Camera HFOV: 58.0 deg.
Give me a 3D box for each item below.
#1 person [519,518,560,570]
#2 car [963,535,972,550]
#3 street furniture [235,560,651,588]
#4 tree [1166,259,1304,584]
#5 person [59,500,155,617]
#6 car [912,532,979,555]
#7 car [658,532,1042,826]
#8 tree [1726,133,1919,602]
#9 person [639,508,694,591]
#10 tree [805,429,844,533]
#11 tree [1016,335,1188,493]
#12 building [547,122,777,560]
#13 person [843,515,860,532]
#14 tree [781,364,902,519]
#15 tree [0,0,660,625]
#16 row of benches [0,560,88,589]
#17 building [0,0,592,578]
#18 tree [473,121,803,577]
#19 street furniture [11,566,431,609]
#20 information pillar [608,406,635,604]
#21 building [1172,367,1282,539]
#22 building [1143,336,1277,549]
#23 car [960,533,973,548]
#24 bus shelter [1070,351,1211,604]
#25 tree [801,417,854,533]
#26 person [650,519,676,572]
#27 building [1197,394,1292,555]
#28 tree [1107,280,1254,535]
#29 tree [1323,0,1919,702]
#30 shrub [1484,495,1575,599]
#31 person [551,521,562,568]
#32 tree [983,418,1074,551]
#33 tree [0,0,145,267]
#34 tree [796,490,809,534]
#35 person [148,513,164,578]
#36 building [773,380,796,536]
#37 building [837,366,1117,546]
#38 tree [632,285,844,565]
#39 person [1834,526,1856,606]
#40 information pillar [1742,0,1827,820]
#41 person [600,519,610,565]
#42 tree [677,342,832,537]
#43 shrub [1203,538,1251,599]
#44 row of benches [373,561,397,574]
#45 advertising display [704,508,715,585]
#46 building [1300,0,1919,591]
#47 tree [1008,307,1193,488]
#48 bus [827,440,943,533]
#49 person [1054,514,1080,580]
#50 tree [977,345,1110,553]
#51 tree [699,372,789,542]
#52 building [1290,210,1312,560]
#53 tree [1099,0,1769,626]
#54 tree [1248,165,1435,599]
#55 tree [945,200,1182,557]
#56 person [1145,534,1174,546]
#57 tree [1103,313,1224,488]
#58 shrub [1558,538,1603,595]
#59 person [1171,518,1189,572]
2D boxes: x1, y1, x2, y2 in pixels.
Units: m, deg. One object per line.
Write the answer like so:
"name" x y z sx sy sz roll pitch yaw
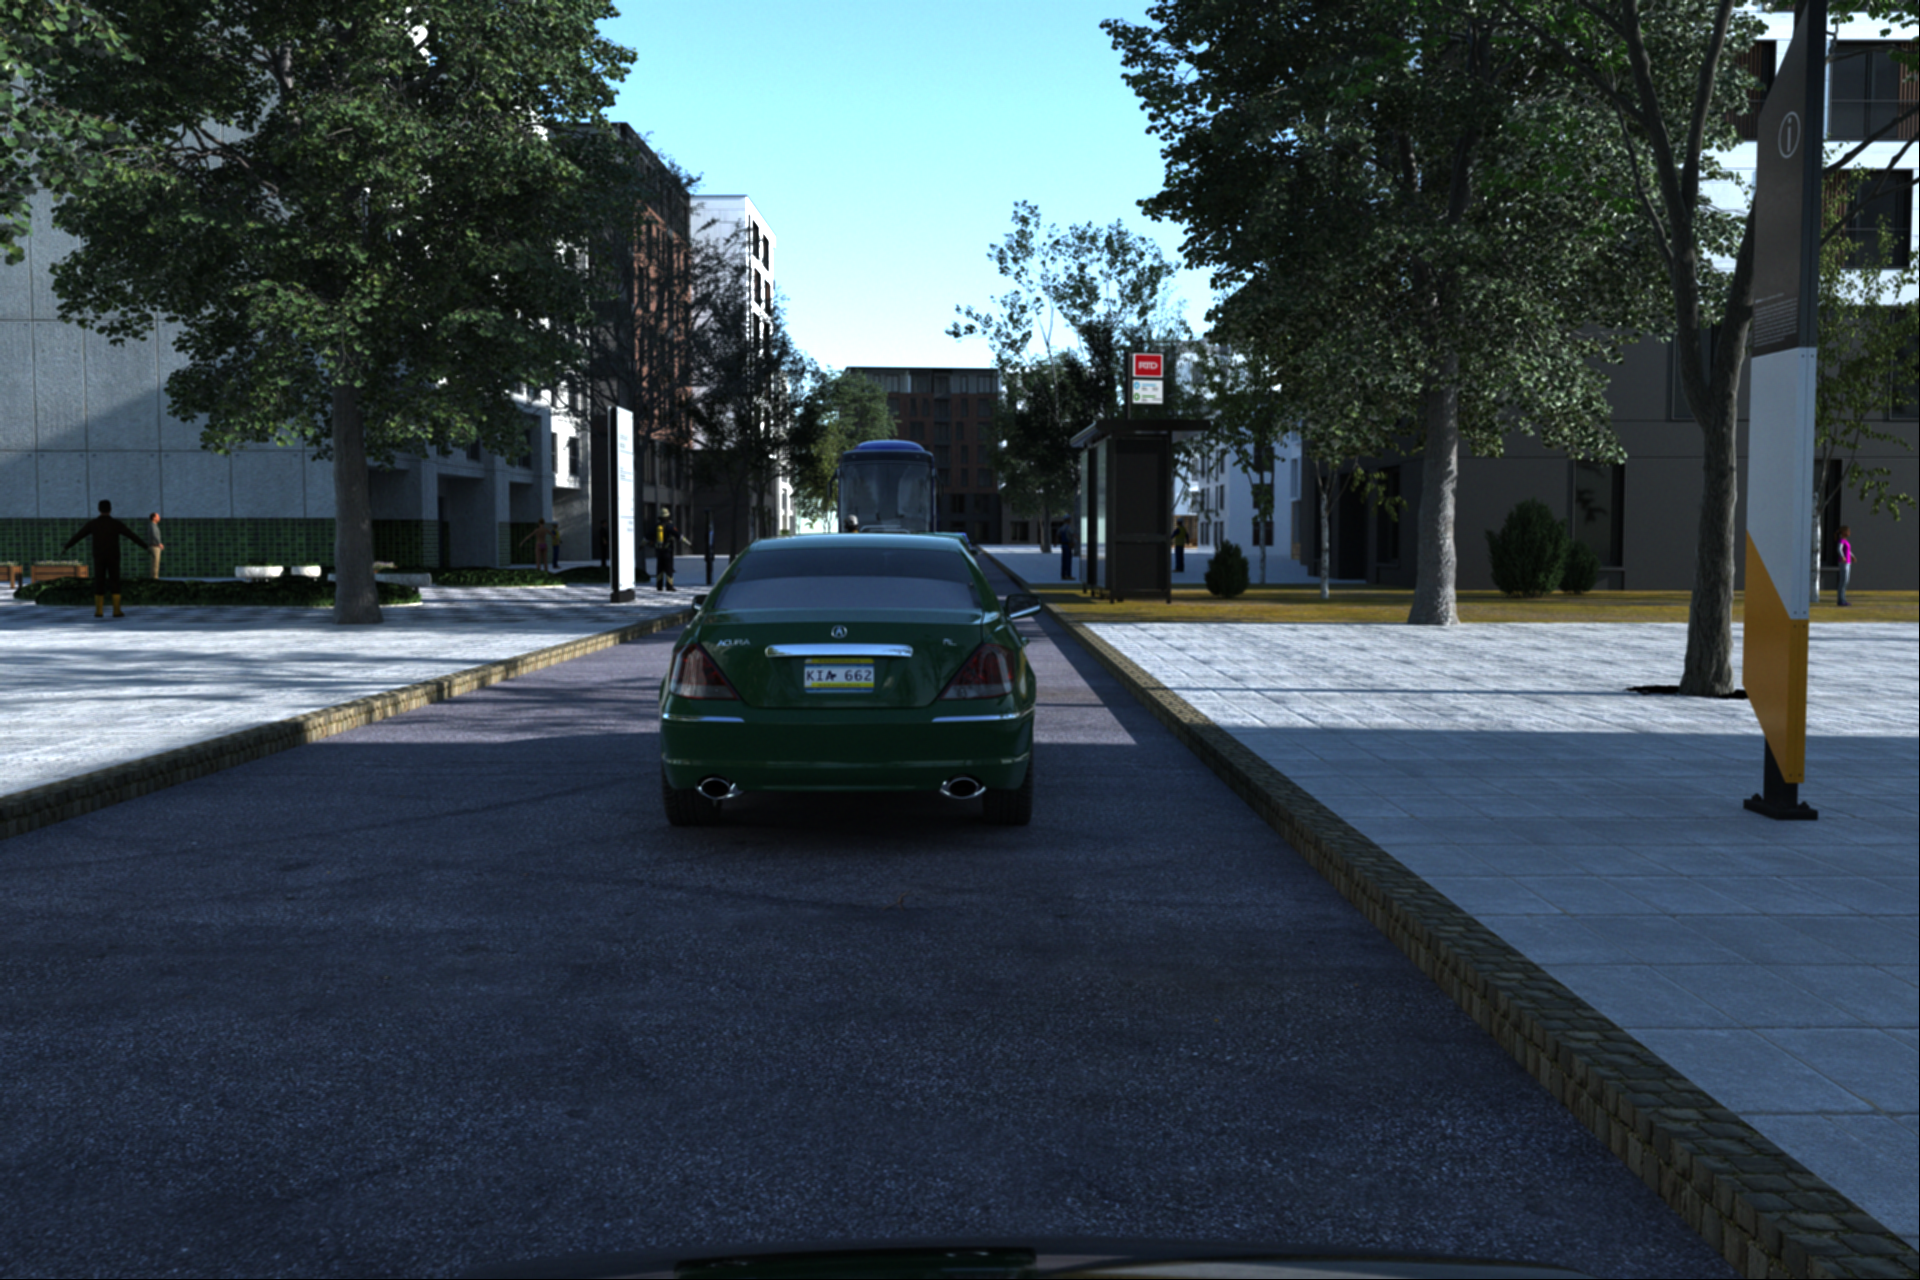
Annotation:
"person" -11.717 -2.542 48.368 1.217 1.733 0.721 -3 4 -38
"car" -0.345 -4.778 90.123 2.014 1.417 4.499 0 4 -1
"street furniture" -13.058 -1.721 43.763 10.072 0.657 5.734 0 4 -2
"tree" 7.572 -5.751 44.393 4.737 8.622 4.395 0 3 0
"person" -13.190 -1.262 26.772 1.346 1.812 0.704 -1 4 -19
"car" -0.559 -1.717 36.868 1.959 1.807 4.718 0 4 -1
"car" -0.557 0.113 9.950 2.131 1.459 4.920 0 4 -1
"tree" 16.057 -4.997 32.066 4.737 8.622 4.395 0 3 0
"person" -6.617 -2.023 38.862 1.354 1.856 0.705 1 4 16
"tree" -9.105 -10.407 120.515 4.360 8.622 3.978 0 3 0
"tree" 6.545 -8.935 80.506 8.767 10.594 7.601 1 4 11
"building" -26.779 -15.828 102.762 27.936 21.610 32.646 0 4 1
"person" -2.474 -1.889 39.110 0.705 1.858 1.354 0 4 -6
"tree" -8.908 -13.756 131.565 9.857 13.997 8.962 0 3 0
"tree" -8.593 -7.200 24.375 9.857 13.997 8.962 0 3 0
"row of benches" -22.508 -1.531 40.493 4.104 0.672 1.422 -1 4 -11
"building" -26.104 -12.213 66.137 16.747 18.905 31.486 0 4 1
"tree" -9.642 -8.635 51.558 12.009 13.543 11.850 0 3 0
"street furniture" -14.803 -1.002 32.017 10.072 0.657 5.734 0 3 0
"information pillar" -6.378 -2.530 32.675 0.184 3.620 1.656 0 4 -1
"building" 26.175 -20.141 185.727 16.016 20.090 11.380 0 3 0
"building" 21.821 -18.919 165.739 16.016 20.090 11.380 0 4 0
"car" -0.238 -5.192 94.487 1.945 1.707 3.694 0 4 1
"bus shelter" 3.477 -3.561 35.860 2.179 5.291 8.768 0 4 -1
"tree" -8.475 -9.732 109.476 4.737 8.622 4.395 0 3 0
"person" -9.751 -3.164 57.951 1.346 1.802 0.704 -2 4 -31
"building" 20.534 -9.879 103.674 9.099 9.664 28.070 0 4 0
"tree" 5.892 -6.126 50.519 4.360 8.622 3.978 0 3 0
"tree" 5.863 -5.356 13.327 9.928 11.665 9.643 0 3 0
"shrub" 11.379 -1.870 34.617 1.661 2.075 1.752 0 3 0
"person" -15.017 -3.560 64.668 0.721 1.772 1.216 0 4 -4
"tree" 5.972 -12.033 131.157 7.601 10.594 8.767 2 4 32
"tree" -9.076 -6.299 9.650 9.857 13.997 8.962 0 3 0
"tree" -20.218 -16.493 220.019 4.360 8.622 3.978 0 3 0
"person" -19.540 -2.192 42.104 0.705 1.796 1.348 -2 4 -29
"building" -27.527 -19.435 184.217 16.747 18.905 31.486 0 4 1
"building" 1.220 -22.978 222.124 32.646 21.610 27.936 0 4 -7
"tree" -8.712 -8.032 65.728 8.767 10.594 7.601 0 4 -7
"person" 15.903 -1.331 31.029 0.599 1.433 0.991 3 4 37
"information pillar" 3.754 -1.012 7.902 0.183 3.616 0.504 0 4 1
"person" -13.190 -3.572 64.343 0.705 1.837 1.347 0 4 -6
"tree" -9.459 -9.007 81.679 7.601 10.594 8.767 1 4 17
"shrub" 5.333 -1.434 34.562 1.383 1.207 1.383 0 3 0
"row of benches" -12.723 -1.383 38.070 1.422 0.672 4.104 -1 4 -17
"advertising display" -6.357 -2.369 43.946 0.123 1.923 0.974 0 4 0
"building" 24.605 -12.899 54.867 27.936 21.610 32.646 0 3 0
"tree" 5.895 -8.436 72.337 8.767 10.594 7.601 1 4 16
"bus" -1.887 -3.520 49.095 2.896 3.916 12.251 0 4 0
"person" 3.020 -2.612 48.566 0.705 1.847 1.347 -3 4 -36
"tree" 5.981 -12.952 118.416 9.857 13.997 8.962 0 3 0
"tree" -8.751 -7.566 74.060 4.360 8.622 3.978 0 3 0
"building" 21.806 -14.058 86.266 16.016 20.090 11.380 0 4 0
"tree" 6.791 -7.198 24.342 9.857 13.997 8.962 0 3 0
"tree" 7.292 -5.104 33.808 4.737 8.622 4.395 0 3 0
"tree" 5.808 -14.849 98.663 12.611 20.169 13.585 0 3 0
"person" 6.130 -2.936 54.127 1.347 1.817 0.704 -3 4 -38
"tree" 6.651 -6.643 58.972 4.737 8.622 4.395 0 3 0
"shrub" 13.122 -1.572 36.823 1.383 1.207 1.383 0 3 0
"person" 7.399 -3.217 58.564 0.705 1.833 1.349 3 5 41
